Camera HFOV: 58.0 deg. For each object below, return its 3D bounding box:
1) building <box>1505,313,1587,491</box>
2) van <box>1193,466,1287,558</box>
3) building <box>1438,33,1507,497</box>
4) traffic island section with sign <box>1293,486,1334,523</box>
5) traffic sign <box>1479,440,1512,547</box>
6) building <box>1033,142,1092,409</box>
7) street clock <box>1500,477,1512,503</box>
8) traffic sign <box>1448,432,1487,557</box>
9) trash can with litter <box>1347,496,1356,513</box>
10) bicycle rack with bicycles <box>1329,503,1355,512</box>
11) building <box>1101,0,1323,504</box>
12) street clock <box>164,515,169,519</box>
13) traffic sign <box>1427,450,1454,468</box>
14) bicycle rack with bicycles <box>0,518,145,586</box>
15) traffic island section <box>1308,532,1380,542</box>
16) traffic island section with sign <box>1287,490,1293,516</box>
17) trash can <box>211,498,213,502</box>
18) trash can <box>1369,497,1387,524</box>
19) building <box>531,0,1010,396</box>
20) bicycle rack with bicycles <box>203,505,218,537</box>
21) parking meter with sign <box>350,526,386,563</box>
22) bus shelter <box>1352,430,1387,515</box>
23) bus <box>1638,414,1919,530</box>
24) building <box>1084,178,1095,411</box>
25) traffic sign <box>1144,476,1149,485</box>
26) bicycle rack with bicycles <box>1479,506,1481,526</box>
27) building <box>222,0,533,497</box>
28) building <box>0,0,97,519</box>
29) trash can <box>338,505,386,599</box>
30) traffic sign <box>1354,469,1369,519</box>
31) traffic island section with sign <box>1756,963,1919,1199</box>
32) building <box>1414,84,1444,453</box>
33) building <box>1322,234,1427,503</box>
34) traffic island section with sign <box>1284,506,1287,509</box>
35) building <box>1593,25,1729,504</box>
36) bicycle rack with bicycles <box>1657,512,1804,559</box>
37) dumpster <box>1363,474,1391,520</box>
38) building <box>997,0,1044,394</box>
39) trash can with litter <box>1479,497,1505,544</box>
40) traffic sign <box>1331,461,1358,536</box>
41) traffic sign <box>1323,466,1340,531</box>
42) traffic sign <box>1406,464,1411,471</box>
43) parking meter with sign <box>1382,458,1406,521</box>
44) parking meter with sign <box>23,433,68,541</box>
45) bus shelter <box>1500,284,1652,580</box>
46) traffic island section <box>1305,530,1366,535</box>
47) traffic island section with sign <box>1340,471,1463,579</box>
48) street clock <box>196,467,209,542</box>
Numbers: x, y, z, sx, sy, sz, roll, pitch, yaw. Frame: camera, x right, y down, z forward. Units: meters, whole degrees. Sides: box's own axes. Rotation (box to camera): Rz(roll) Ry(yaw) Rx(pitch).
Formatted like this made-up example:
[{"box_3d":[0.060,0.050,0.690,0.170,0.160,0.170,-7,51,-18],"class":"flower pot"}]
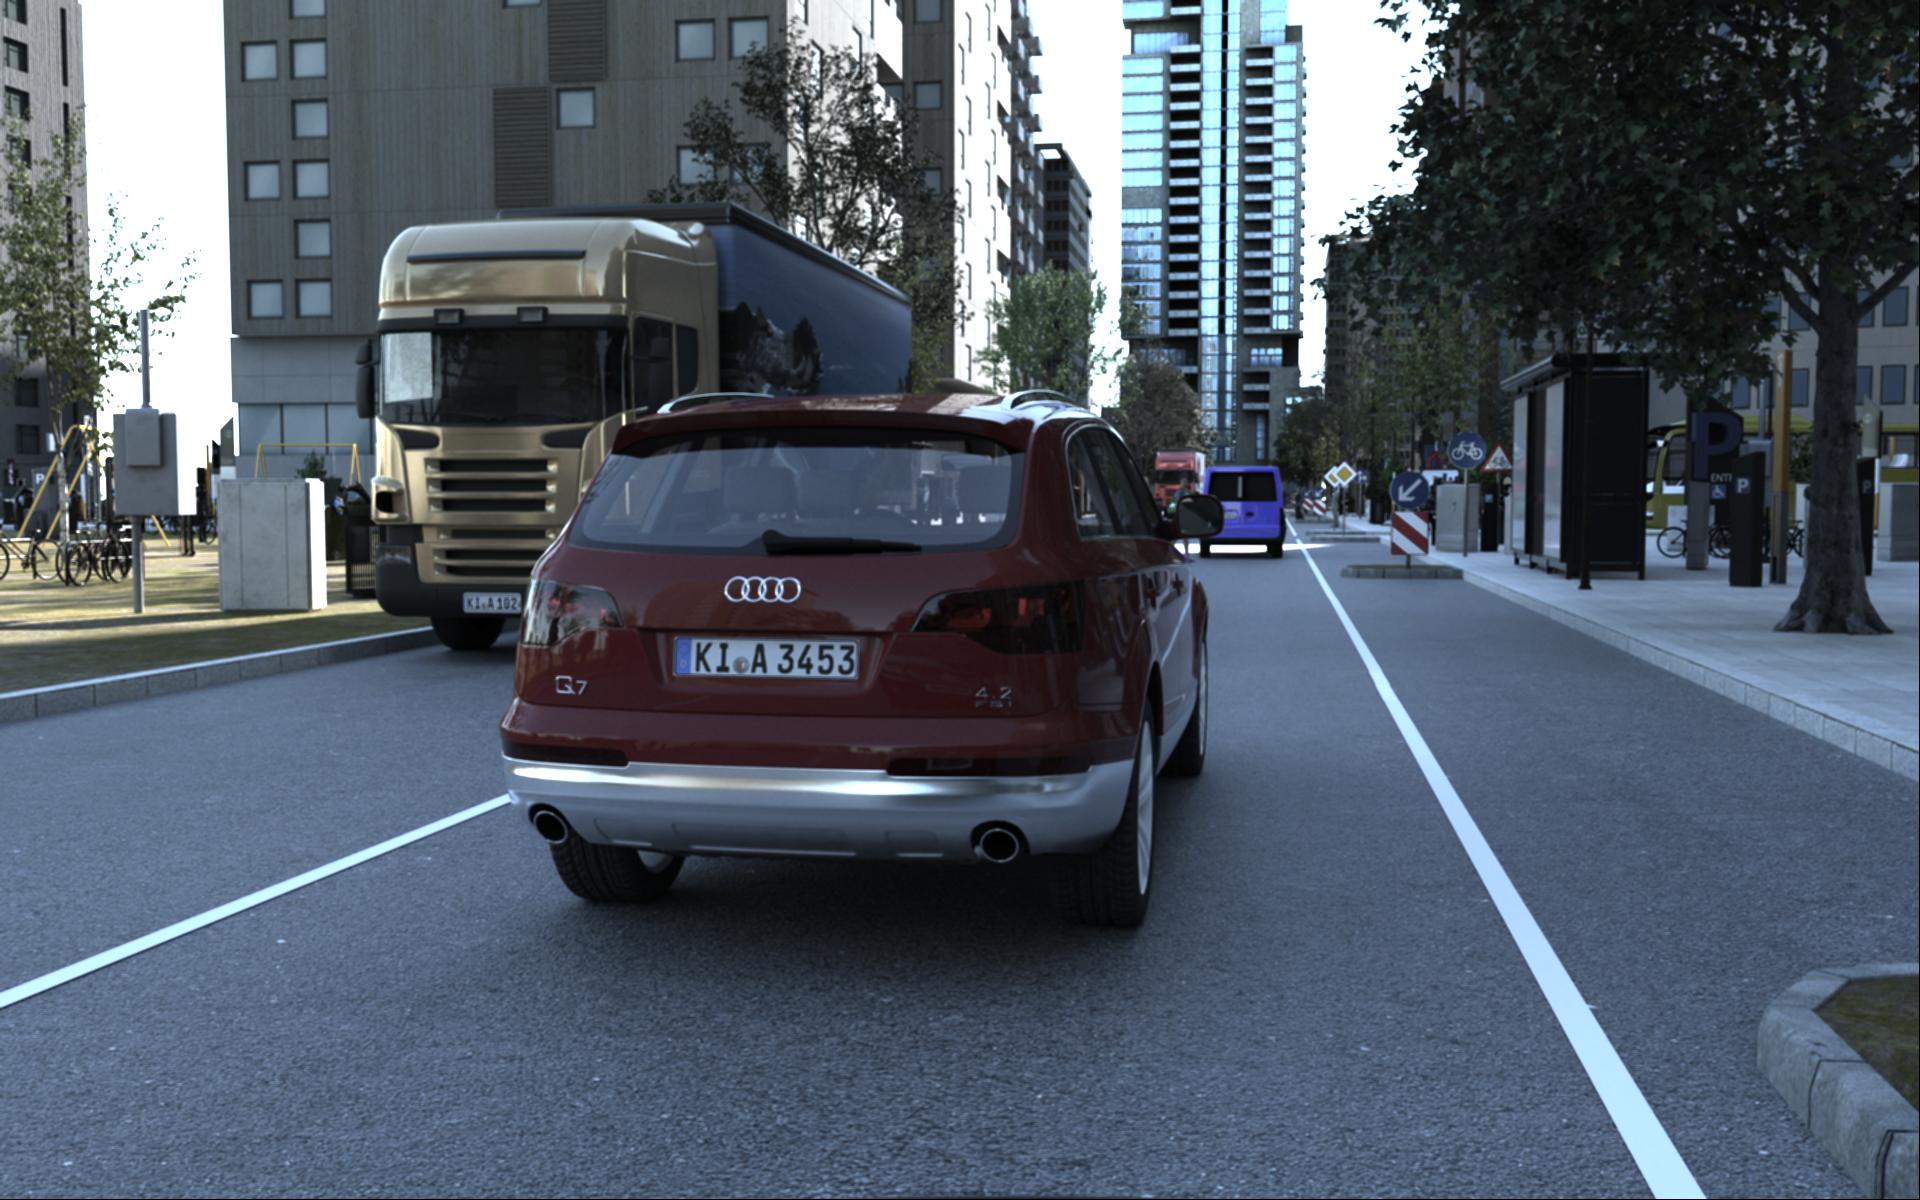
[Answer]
[{"box_3d":[45.914,-26.848,122.557,14.154,41.232,14.086,1,4,10],"class":"building"},{"box_3d":[6.567,-2.216,40.610,2.240,2.365,5.245,1,4,8],"class":"van"},{"box_3d":[51.801,-31.090,158.435,14.600,45.320,14.200,1,4,10],"class":"building"},{"box_3d":[17.623,-4.704,85.543,1.989,1.847,2.006,1,4,10],"class":"traffic island section with sign"},{"box_3d":[12.965,-2.552,41.730,0.884,2.594,0.081,1,4,16],"class":"traffic sign"},{"box_3d":[1.462,-30.335,187.866,23.993,40.220,32.217,1,4,10],"class":"building"},{"box_3d":[22.701,-4.128,72.059,0.471,2.002,0.358,-1,4,-22],"class":"street clock"},{"box_3d":[10.349,-2.159,35.399,0.768,2.556,0.104,1,4,17],"class":"traffic sign"},{"box_3d":[26.456,-6.413,116.234,0.624,1.170,1.055,-3,4,-36],"class":"trash can with litter"},{"box_3d":[27.927,-6.781,124.246,2.925,0.926,2.852,-3,5,-44],"class":"bicycle rack with bicycles"},{"box_3d":[34.332,-56.642,238.764,31.000,86.520,22.319,1,4,10],"class":"building"},{"box_3d":[-40.925,-5.179,89.252,0.471,2.002,0.358,1,4,22],"class":"street clock"},{"box_3d":[14.037,-3.090,50.632,0.768,2.556,0.104,1,4,14],"class":"traffic sign"},{"box_3d":[-13.094,-0.731,25.337,2.852,0.926,2.925,1,4,9],"class":"bicycle rack with bicycles"},{"box_3d":[11.730,-1.871,52.872,2.009,0.180,2.903,1,4,10],"class":"traffic island section"},{"box_3d":[22.384,-6.327,112.076,1.989,1.847,2.006,1,4,10],"class":"traffic island section with sign"},{"box_3d":[-46.654,-5.877,107.747,0.748,1.137,0.748,0,3,0],"class":"trash can"},{"box_3d":[17.736,-3.784,73.524,0.748,1.137,0.748,0,3,0],"class":"trash can"},{"box_3d":[-11.245,-32.724,124.275,28.713,52.752,27.495,1,4,10],"class":"building"},{"box_3d":[-17.658,-1.895,44.360,2.925,0.926,2.852,3,4,39],"class":"bicycle rack with bicycles"},{"box_3d":[-10.579,-2.221,32.570,1.738,3.016,0.543,-1,4,-9],"class":"parking meter with sign"},{"box_3d":[25.306,-7.884,106.531,2.179,5.291,8.768,1,4,10],"class":"bus shelter"},{"box_3d":[27.192,-3.807,53.785,12.252,3.916,2.896,1,4,9],"class":"bus"},{"box_3d":[10.842,-36.077,239.966,14.200,45.320,14.600,1,4,10],"class":"building"},{"box_3d":[12.948,-7.463,122.125,0.768,2.556,0.104,1,4,17],"class":"traffic sign"},{"box_3d":[23.864,-3.890,76.987,2.852,0.926,2.925,2,4,27],"class":"bicycle rack with bicycles"},{"box_3d":[-18.359,-30.600,89.556,28.713,52.752,27.495,1,4,10],"class":"building"},{"box_3d":[-56.665,-19.559,91.483,14.107,30.474,14.160,1,4,10],"class":"building"},{"box_3d":[-7.274,-0.596,21.393,0.748,1.137,0.748,0,3,0],"class":"trash can"},{"box_3d":[20.399,-5.385,88.145,0.768,2.556,0.104,1,4,17],"class":"traffic sign"},{"box_3d":[2.899,0.302,3.695,1.989,1.847,2.006,1,4,10],"class":"traffic island section with sign"},{"box_3d":[58.968,-32.104,179.529,22.147,44.769,28.867,1,4,10],"class":"building"},{"box_3d":[62.565,-33.525,240.008,23.993,40.220,32.217,1,4,10],"class":"building"},{"box_3d":[31.177,-9.317,160.968,1.989,1.847,2.006,1,4,10],"class":"traffic island section with sign"},{"box_3d":[43.500,-32.514,73.598,28.212,58.520,21.231,1,4,10],"class":"building"},{"box_3d":[15.924,-1.318,34.926,2.925,0.926,2.852,3,5,40],"class":"bicycle rack with bicycles"},{"box_3d":[20.574,-5.035,84.821,1.502,2.255,1.985,1,4,10],"class":"dumpster"},{"box_3d":[-4.590,-32.795,155.802,23.786,49.044,30.456,1,4,10],"class":"building"},{"box_3d":[13.962,-2.019,44.402,1.055,1.170,0.624,-2,4,-26],"class":"trash can with litter"},{"box_3d":[11.705,-3.007,52.799,0.795,2.450,0.064,1,4,10],"class":"traffic sign"},{"box_3d":[13.118,-3.487,60.659,0.795,2.450,0.064,1,4,10],"class":"traffic sign"},{"box_3d":[19.429,-4.585,74.973,0.884,2.594,0.081,1,4,11],"class":"traffic sign"},{"box_3d":[20.972,-5.286,82.690,0.543,3.016,1.738,-2,4,-31],"class":"parking meter with sign"},{"box_3d":[-25.639,-3.196,48.519,0.543,3.016,1.738,0,4,-3],"class":"parking meter with sign"},{"box_3d":[10.639,-3.196,29.884,2.179,5.291,8.768,1,4,10],"class":"bus shelter"},{"box_3d":[13.143,-2.352,60.732,2.009,0.180,2.903,1,4,10],"class":"traffic island section"},{"box_3d":[7.673,-1.321,30.225,1.989,1.847,2.006,1,4,10],"class":"traffic island section with sign"},{"box_3d":[-20.110,-2.530,45.937,0.358,2.002,0.471,-1,4,-23],"class":"street clock"}]
